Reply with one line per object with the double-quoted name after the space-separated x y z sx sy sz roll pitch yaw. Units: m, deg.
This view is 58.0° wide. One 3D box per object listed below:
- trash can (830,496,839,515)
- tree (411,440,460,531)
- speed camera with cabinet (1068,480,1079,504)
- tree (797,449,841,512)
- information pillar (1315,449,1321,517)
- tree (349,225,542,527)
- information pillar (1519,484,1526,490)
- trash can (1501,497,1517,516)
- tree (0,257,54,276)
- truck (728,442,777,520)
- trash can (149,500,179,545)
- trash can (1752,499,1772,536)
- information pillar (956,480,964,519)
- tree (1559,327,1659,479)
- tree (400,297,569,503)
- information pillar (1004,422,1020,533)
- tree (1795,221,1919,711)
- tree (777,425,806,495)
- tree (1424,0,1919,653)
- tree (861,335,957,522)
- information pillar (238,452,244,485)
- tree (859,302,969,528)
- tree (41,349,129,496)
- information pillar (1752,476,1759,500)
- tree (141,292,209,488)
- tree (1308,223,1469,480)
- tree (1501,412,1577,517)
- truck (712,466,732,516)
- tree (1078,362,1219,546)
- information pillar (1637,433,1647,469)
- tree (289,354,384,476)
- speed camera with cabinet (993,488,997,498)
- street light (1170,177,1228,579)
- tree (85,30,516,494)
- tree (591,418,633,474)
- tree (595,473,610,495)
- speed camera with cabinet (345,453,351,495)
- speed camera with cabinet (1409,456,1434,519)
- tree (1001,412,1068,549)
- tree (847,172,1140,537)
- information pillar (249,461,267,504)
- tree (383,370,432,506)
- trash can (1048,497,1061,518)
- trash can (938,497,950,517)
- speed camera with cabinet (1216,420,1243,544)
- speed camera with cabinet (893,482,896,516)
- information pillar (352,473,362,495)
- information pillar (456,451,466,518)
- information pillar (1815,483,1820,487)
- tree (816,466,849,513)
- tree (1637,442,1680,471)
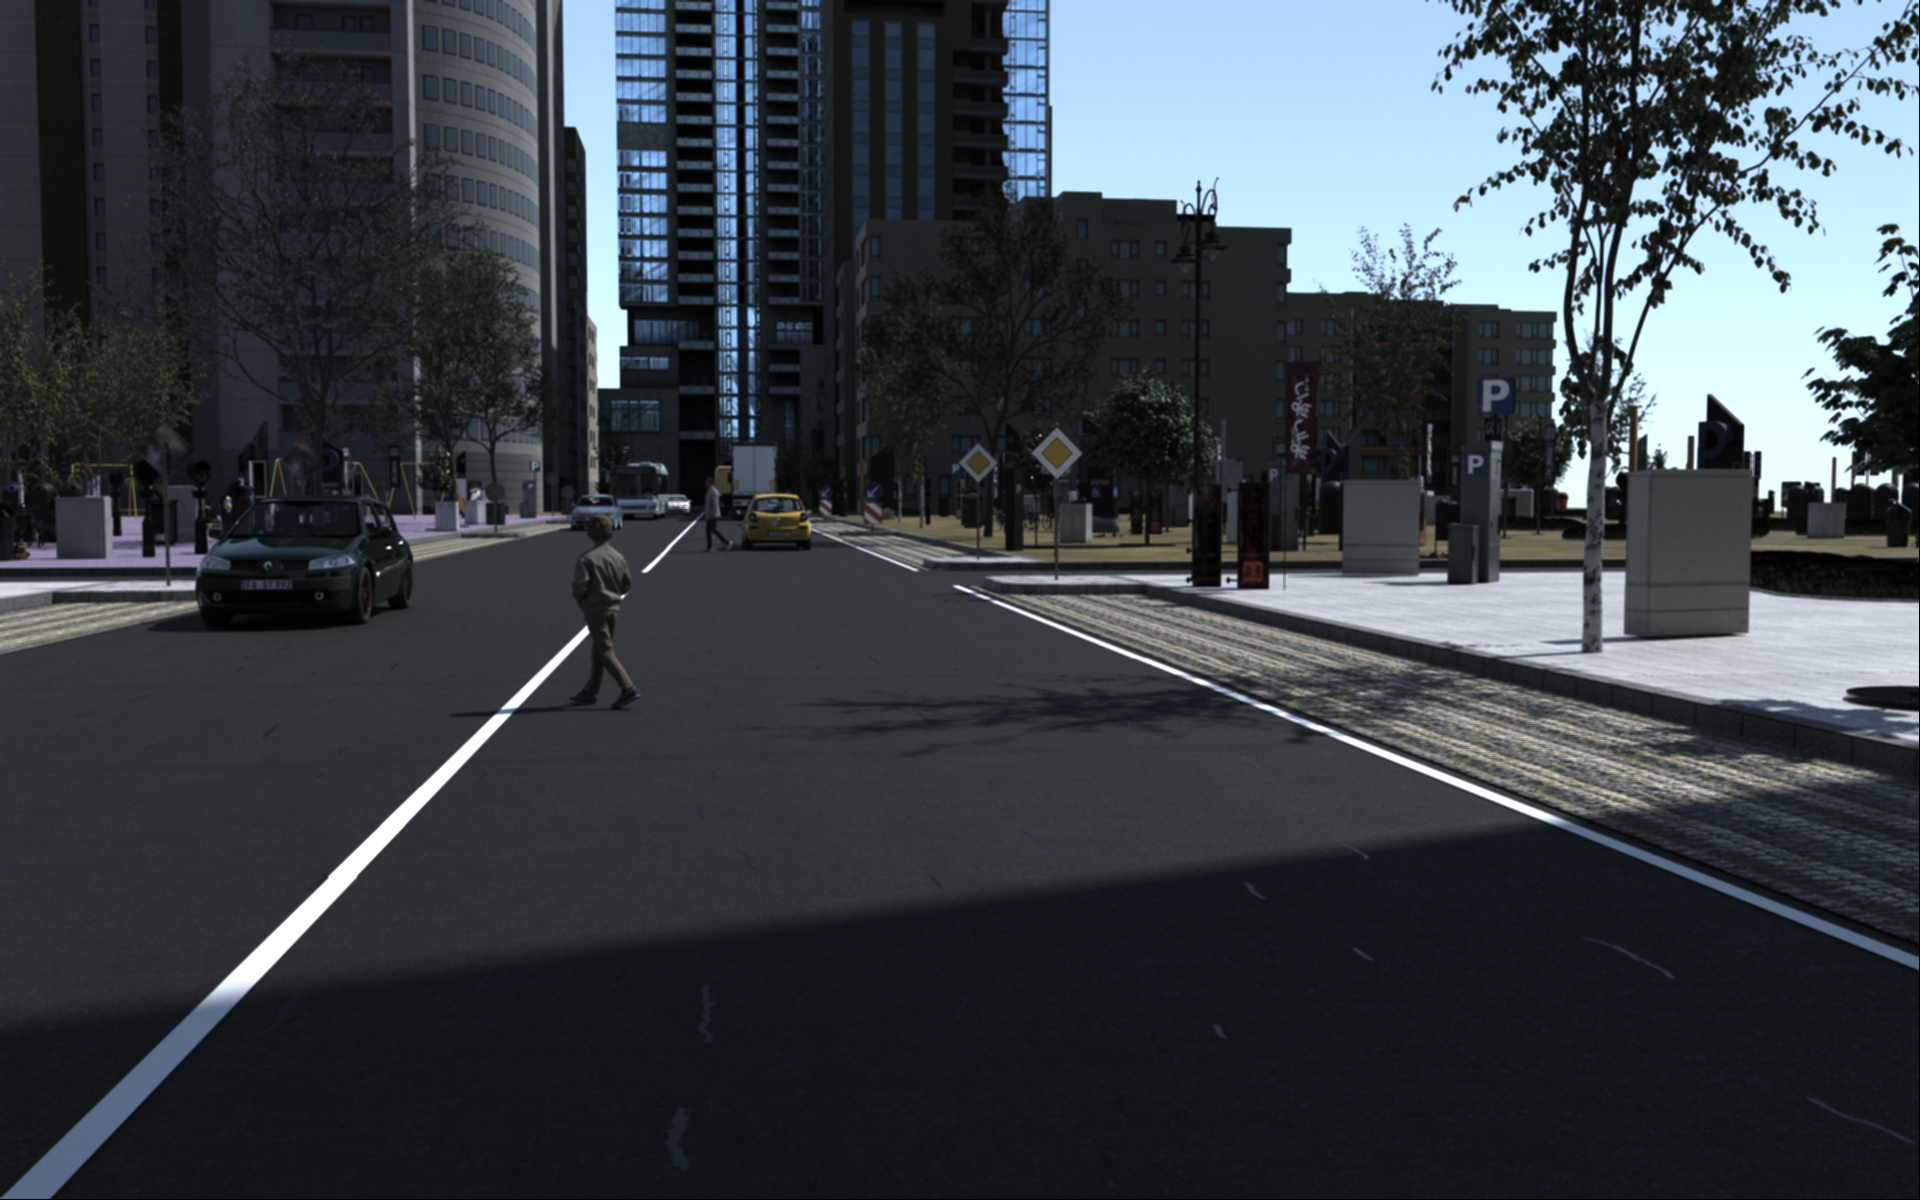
-7.624 -5.774 106.052 0.748 1.137 0.748 0 3 0 "trash can"
-18.342 -4.080 61.306 1.663 3.219 1.824 0 3 0 "tree"
6.949 -6.746 104.635 0.660 3.252 2.038 -3 5 -42 "speed camera with cabinet"
-10.247 -8.721 126.303 4.285 4.588 4.351 0 3 0 "tree"
18.224 -5.886 87.588 0.504 3.616 0.183 1 4 20 "information pillar"
-19.911 -8.651 67.194 9.928 11.665 9.643 0 3 0 "tree"
35.725 -7.254 109.956 0.504 3.616 0.183 1 4 16 "information pillar"
25.214 -4.154 79.570 0.748 1.137 0.748 0 3 0 "trash can"
-28.840 -6.306 53.471 4.737 8.622 4.395 0 3 0 "tree"
-11.772 -6.698 98.427 2.839 4.237 11.283 0 4 -7 "truck"
-19.977 -1.946 43.463 0.748 1.137 0.748 0 3 0 "trash can"
24.636 -2.554 53.407 0.748 1.137 0.748 0 3 0 "trash can"
0.020 -5.140 88.529 0.304 2.012 0.304 2 4 32 "information pillar"
28.212 -7.682 75.962 4.737 8.622 4.395 0 3 0 "tree"
-20.580 -8.634 75.573 7.601 10.594 8.767 0 4 -4 "tree"
1.713 -3.989 56.575 0.504 3.616 0.183 -1 4 -20 "information pillar"
6.024 -0.982 10.654 1.663 3.219 1.824 0 3 0 "tree"
-17.777 -14.340 184.828 4.737 8.622 4.395 0 3 0 "tree"
5.373 -3.882 13.841 4.360 8.622 3.978 0 3 0 "tree"
-2.559 -7.903 79.570 4.360 8.622 3.978 0 3 0 "tree"
-36.908 -5.987 89.242 0.504 3.616 0.183 -2 4 -24 "information pillar"
-1.677 -7.026 65.246 4.737 8.622 4.395 0 3 0 "tree"
-43.548 -8.339 86.705 4.360 8.622 3.978 0 3 0 "tree"
32.988 -4.132 72.048 0.304 2.012 0.304 -1 4 -17 "information pillar"
-29.179 -6.840 62.192 4.737 8.622 4.395 0 3 0 "tree"
11.602 -5.870 46.339 4.737 8.622 4.395 0 3 0 "tree"
23.152 -5.268 69.840 4.285 4.588 4.351 0 3 0 "tree"
-15.357 -7.499 118.534 3.469 3.379 9.791 0 4 -6 "truck"
4.724 -3.626 43.005 4.285 4.588 4.351 0 3 0 "tree"
26.255 -4.617 66.842 0.504 3.616 0.183 0 4 0 "information pillar"
-33.215 -8.568 90.449 4.360 8.622 3.978 0 3 0 "tree"
2.272 -5.929 91.273 2.038 3.252 0.660 1 4 12 "speed camera with cabinet"
3.517 -3.235 25.677 0.468 5.910 1.993 0 4 -8 "street light"
-17.175 -8.297 46.020 12.009 13.543 11.850 0 3 0 "tree"
-32.832 -13.084 164.287 4.737 8.622 4.395 0 3 0 "tree"
-32.004 -9.838 155.452 1.663 3.219 1.824 0 3 0 "tree"
-29.555 -5.363 82.016 2.038 3.252 0.660 0 4 3 "speed camera with cabinet"
24.022 -5.863 90.193 0.660 3.252 2.038 3 4 38 "speed camera with cabinet"
1.766 -2.848 41.168 1.663 3.219 1.824 0 3 0 "tree"
0.843 -7.142 51.183 8.767 10.594 7.601 0 4 -4 "tree"
-15.617 -2.083 38.545 0.304 2.012 0.304 -2 4 -34 "information pillar"
-32.309 -9.027 97.953 4.360 8.622 3.978 0 3 0 "tree"
5.002 -4.896 91.704 0.748 1.137 0.748 0 3 0 "trash can"
-0.894 -5.261 97.667 0.748 1.137 0.748 0 3 0 "trash can"
7.321 -3.146 45.766 0.660 3.252 2.038 0 4 -8 "speed camera with cabinet"
-3.817 -6.028 92.892 0.660 3.252 2.038 0 4 3 "speed camera with cabinet"
-20.702 -3.365 59.517 0.304 2.012 0.304 -2 4 -24 "information pillar"
-26.596 -6.182 92.429 0.504 3.616 0.183 -2 4 -25 "information pillar"
54.959 -6.522 111.128 0.304 2.012 0.304 1 4 9 "information pillar"
-8.537 -7.472 116.774 1.663 3.219 1.824 0 3 0 "tree"
26.163 -4.296 64.843 1.663 3.219 1.824 0 3 0 "tree"
